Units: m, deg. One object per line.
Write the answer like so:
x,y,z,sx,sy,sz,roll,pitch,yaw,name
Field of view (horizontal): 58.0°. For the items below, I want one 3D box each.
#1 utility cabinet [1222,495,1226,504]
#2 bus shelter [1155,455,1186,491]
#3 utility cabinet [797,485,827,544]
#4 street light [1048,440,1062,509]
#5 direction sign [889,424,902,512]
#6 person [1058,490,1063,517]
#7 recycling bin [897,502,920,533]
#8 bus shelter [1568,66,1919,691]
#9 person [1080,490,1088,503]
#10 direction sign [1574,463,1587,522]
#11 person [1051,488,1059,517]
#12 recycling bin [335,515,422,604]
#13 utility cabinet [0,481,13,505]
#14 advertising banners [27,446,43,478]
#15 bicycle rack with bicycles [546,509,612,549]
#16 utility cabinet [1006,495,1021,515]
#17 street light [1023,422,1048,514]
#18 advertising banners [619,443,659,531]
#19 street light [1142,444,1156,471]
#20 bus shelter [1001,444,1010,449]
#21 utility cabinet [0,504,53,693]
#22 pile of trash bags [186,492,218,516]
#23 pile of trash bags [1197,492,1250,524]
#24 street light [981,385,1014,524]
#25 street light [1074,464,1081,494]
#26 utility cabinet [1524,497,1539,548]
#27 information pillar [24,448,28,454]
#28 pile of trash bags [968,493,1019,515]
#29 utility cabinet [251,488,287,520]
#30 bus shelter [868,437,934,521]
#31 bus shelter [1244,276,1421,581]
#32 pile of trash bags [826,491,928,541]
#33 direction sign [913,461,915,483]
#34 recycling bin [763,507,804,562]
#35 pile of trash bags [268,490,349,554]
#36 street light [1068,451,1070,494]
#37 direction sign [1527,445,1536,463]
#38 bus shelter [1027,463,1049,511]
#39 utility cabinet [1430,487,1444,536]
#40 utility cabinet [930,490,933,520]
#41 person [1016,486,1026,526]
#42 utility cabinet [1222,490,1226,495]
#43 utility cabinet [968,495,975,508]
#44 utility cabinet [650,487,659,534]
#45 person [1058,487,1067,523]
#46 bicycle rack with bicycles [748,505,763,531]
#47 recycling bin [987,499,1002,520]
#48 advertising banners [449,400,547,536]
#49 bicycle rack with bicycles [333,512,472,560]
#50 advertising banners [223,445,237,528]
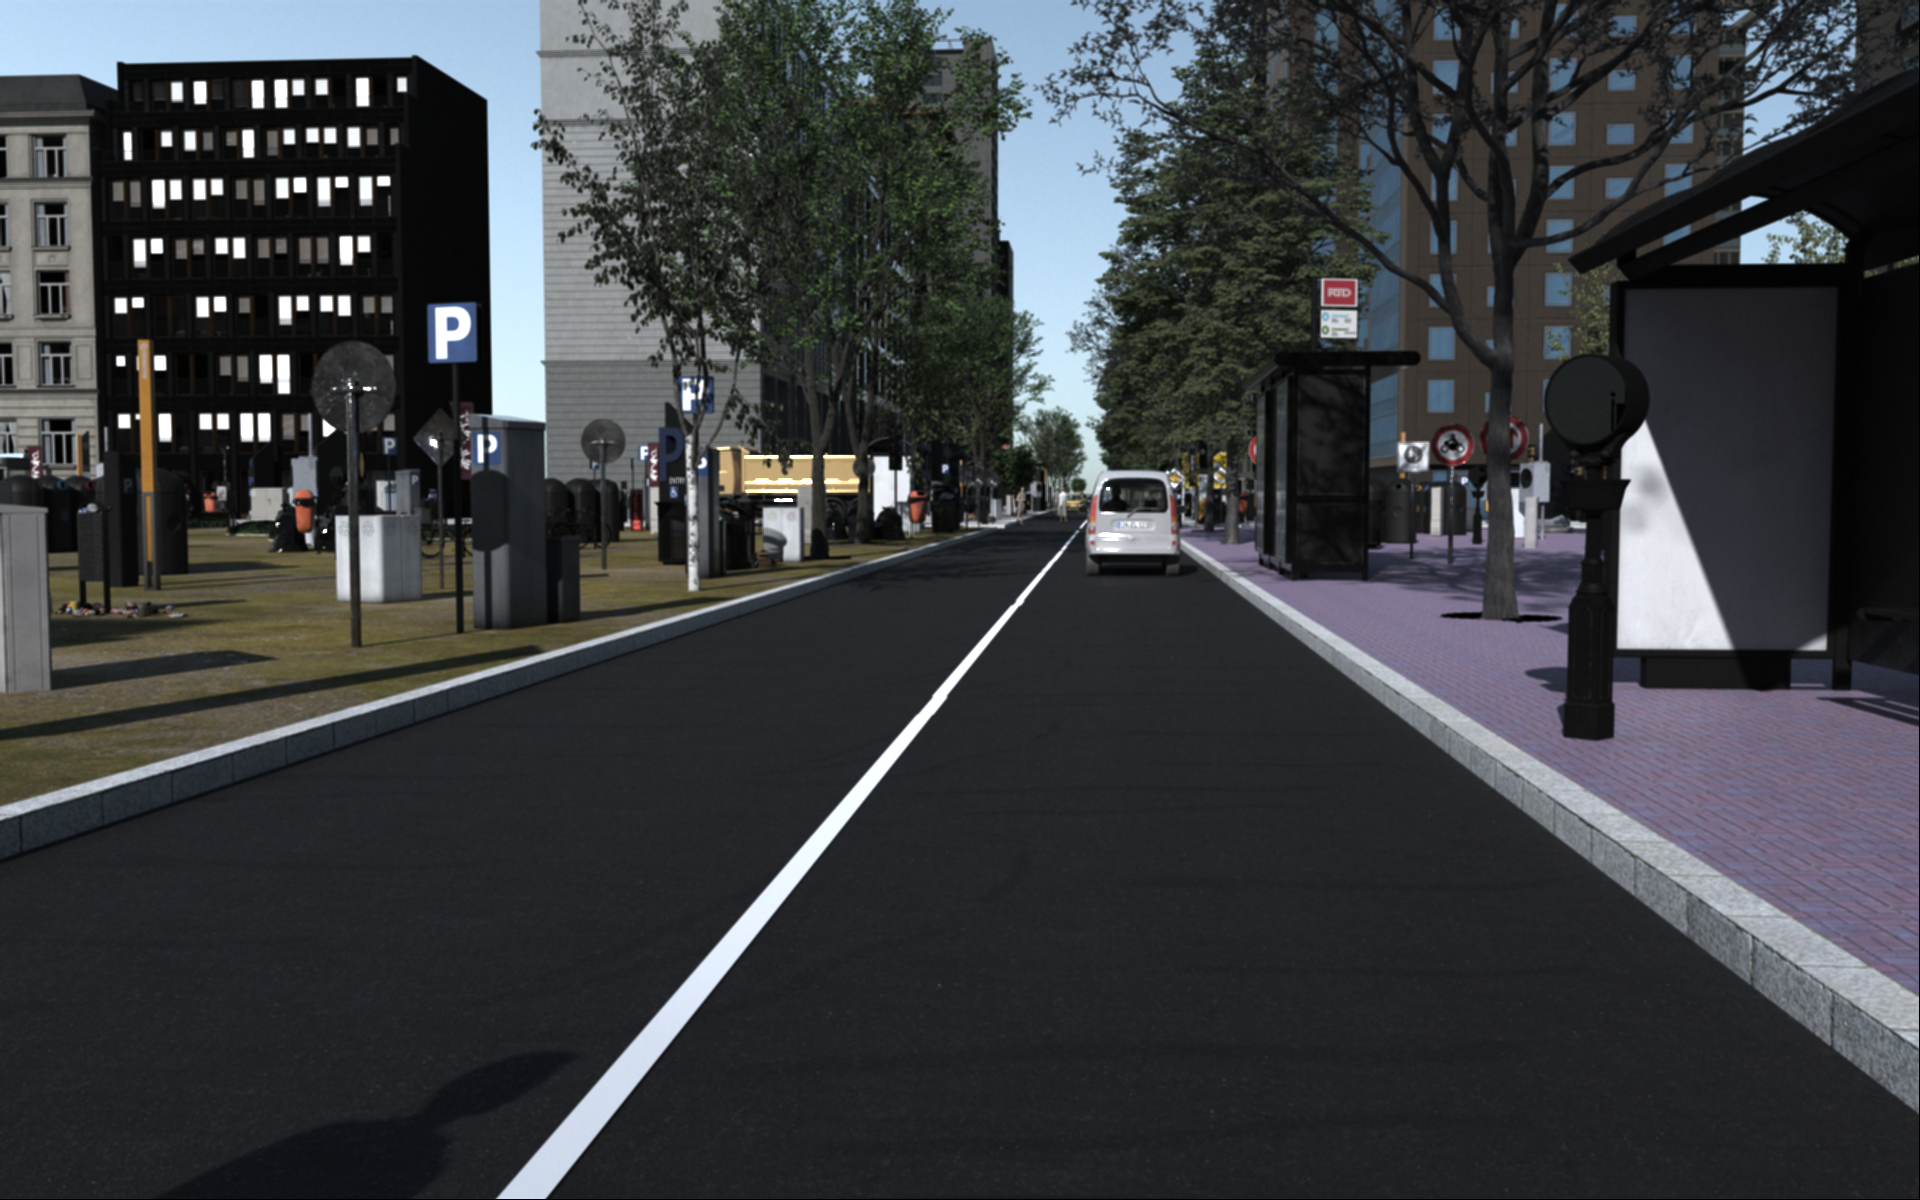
12.419,-4.276,81.070,1.020,1.237,0.306,1,4,13,utility cabinet
12.910,-7.016,105.990,1.731,3.624,6.357,0,4,5,bus shelter
-3.759,-2.146,43.763,0.318,1.500,1.173,-2,4,-29,utility cabinet
8.139,-10.858,150.072,1.470,5.913,1.316,0,4,5,street light
-2.105,-3.958,56.715,0.379,3.537,0.876,2,4,25,direction sign
6.359,-6.085,108.998,0.512,1.701,0.522,3,5,41,person
-1.727,-2.763,57.732,0.722,1.027,0.722,-1,4,-9,recycling bin
4.849,-0.913,8.850,2.014,3.302,5.546,0,4,5,bus shelter
11.572,-9.547,164.693,1.348,1.812,0.705,2,4,33,person
28.201,-5.274,78.223,0.876,3.537,0.379,1,4,16,direction sign
6.178,-6.243,110.689,0.709,1.813,0.853,1,4,15,person
-6.929,-0.496,20.661,0.722,1.027,0.722,2,4,25,recycling bin
-15.974,-1.191,28.158,1.173,1.500,0.318,1,4,15,utility cabinet
-32.573,-4.057,62.513,2.074,3.025,0.090,0,4,-3,advertising banners
-9.497,-1.650,40.359,2.925,0.926,2.852,-3,4,-36,bicycle rack with bicycles
3.406,-5.929,108.097,1.020,1.237,0.306,1,4,14,utility cabinet
4.762,-8.546,112.275,1.470,5.913,1.316,0,4,5,street light
-11.175,-3.884,59.688,2.074,3.025,0.090,1,4,23,advertising banners
11.876,-8.399,109.869,1.470,5.913,1.316,0,4,5,street light
4.611,-10.073,142.320,2.179,5.291,8.768,0,4,5,bus shelter
-6.379,-0.025,11.567,0.306,1.237,1.020,-3,5,-44,utility cabinet
-35.118,-4.181,78.119,3.447,1.369,1.912,0,4,5,pile of trash bags
11.871,-4.098,76.756,1.912,1.369,3.447,-1,4,-18,pile of trash bags
1.603,-6.193,73.793,1.470,5.913,1.316,0,4,5,street light
15.162,-15.925,232.920,1.470,5.913,1.316,0,4,5,street light
13.759,-1.869,41.727,0.306,1.237,1.020,1,4,20,utility cabinet
-47.603,-5.954,88.703,0.504,3.616,0.183,-3,5,-44,information pillar
2.173,-5.861,105.587,3.447,1.369,1.912,0,4,5,pile of trash bags
-23.924,-3.137,59.970,1.173,1.500,0.318,1,4,9,utility cabinet
-2.242,-4.282,63.933,2.014,3.302,5.546,0,4,5,bus shelter
6.077,-3.185,29.706,2.179,5.291,8.768,0,4,5,bus shelter
-2.268,-2.388,48.793,3.447,1.369,1.912,-3,5,-43,pile of trash bags
-3.333,-7.707,118.004,0.379,3.537,0.876,2,4,32,direction sign
-3.353,-1.247,32.942,0.722,1.027,0.722,0,4,0,recycling bin
-14.443,-1.759,38.518,1.912,1.369,3.447,-1,4,-17,pile of trash bags
11.351,-13.193,188.252,1.470,5.913,1.316,0,4,5,street light
26.446,-5.345,79.389,0.876,3.537,0.379,1,4,19,direction sign
5.828,-8.619,132.198,1.731,3.624,6.357,0,4,5,bus shelter
14.574,-2.706,52.921,0.318,1.500,1.173,1,4,20,utility cabinet
-1.292,-4.613,84.094,0.318,1.500,1.173,0,4,-2,utility cabinet
2.779,-4.233,78.045,0.599,1.781,0.374,-2,4,-33,person
12.872,-4.664,84.929,0.318,1.500,1.173,3,5,39,utility cabinet
1.034,-7.631,135.931,1.020,1.237,0.306,-3,5,-42,utility cabinet
-9.207,-2.783,54.174,1.173,1.500,0.318,3,5,43,utility cabinet
5.162,-4.750,86.395,0.478,1.798,0.641,-1,4,-19,person
-7.711,-2.763,58.561,2.852,0.926,2.925,-1,4,-10,bicycle rack with bicycles
1.628,-4.542,86.813,0.722,1.027,0.722,2,4,30,recycling bin
-8.835,-2.263,33.195,0.090,3.025,2.074,3,5,43,advertising banners
-11.172,-1.284,34.377,2.925,0.926,2.852,1,4,14,bicycle rack with bicycles
-26.340,-4.054,62.472,0.090,3.025,2.074,-1,4,-12,advertising banners
